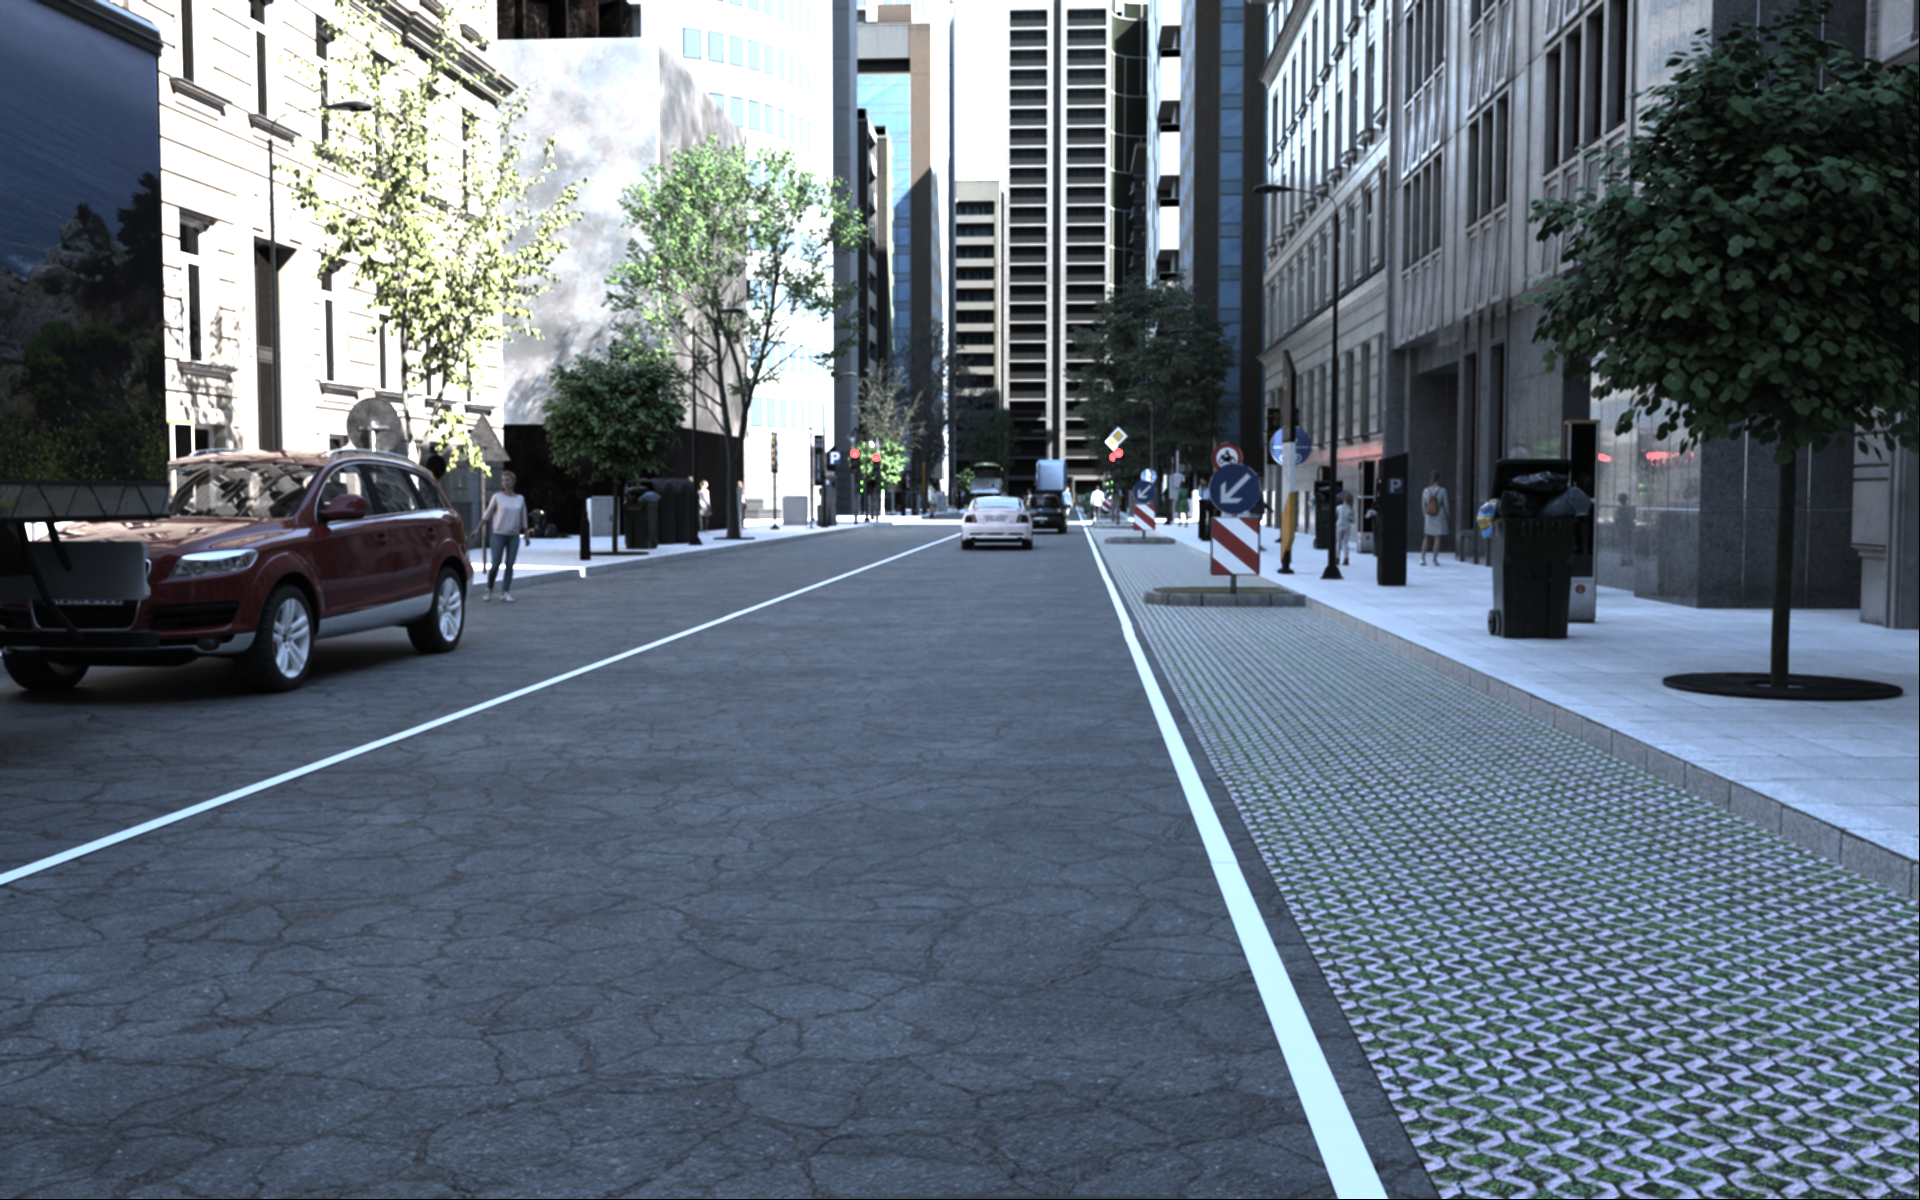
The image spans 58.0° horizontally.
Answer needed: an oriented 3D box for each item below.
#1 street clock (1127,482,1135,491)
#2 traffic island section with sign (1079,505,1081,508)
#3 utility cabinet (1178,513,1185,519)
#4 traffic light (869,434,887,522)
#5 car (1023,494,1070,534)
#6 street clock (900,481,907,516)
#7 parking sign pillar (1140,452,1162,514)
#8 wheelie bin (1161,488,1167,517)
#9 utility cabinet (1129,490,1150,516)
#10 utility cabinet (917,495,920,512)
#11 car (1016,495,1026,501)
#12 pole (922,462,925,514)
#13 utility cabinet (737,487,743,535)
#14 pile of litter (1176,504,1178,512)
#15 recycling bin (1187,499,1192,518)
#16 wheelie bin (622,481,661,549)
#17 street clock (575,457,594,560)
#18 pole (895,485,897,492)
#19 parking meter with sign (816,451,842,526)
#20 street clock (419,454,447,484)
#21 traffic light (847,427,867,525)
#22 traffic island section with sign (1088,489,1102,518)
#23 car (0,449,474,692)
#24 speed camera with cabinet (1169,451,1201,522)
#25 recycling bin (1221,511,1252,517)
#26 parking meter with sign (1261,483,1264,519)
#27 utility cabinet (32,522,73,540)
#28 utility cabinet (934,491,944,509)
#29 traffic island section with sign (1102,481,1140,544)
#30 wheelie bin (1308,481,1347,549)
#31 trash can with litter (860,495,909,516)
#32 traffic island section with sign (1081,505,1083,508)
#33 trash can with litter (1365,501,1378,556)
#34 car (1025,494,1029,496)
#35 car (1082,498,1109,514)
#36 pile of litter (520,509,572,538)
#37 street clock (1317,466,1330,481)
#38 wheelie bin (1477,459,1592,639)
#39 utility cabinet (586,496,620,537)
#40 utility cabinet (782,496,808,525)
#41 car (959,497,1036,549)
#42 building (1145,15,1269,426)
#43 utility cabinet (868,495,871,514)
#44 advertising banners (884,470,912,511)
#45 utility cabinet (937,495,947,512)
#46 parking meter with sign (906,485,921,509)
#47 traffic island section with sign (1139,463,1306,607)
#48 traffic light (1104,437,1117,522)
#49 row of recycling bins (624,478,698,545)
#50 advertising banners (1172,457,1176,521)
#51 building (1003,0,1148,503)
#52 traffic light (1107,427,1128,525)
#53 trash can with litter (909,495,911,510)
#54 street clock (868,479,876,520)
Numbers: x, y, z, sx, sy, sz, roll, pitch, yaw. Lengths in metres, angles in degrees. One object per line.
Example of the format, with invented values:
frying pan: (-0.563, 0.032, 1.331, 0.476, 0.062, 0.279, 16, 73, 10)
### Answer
street clock: (10.319, -6.109, 104.447, 0.471, 2.002, 0.358, 3, 5, 40)
traffic island section with sign: (13.648, -10.594, 181.834, 1.989, 1.847, 2.006, 0, 4, 4)
utility cabinet: (11.274, -4.697, 87.950, 0.306, 1.237, 1.020, 0, 4, 0)
traffic light: (-3.858, -5.623, 80.860, 0.839, 4.253, 0.868, 0, 4, 4)
car: (3.049, -3.304, 63.802, 2.009, 1.686, 4.222, 0, 4, 5)
street clock: (-3.261, -5.817, 99.681, 0.358, 2.002, 0.471, 1, 4, 21)
parking sign pillar: (11.832, -7.270, 107.330, 1.447, 3.967, 1.447, 0, 4, -4)
wheelie bin: (11.526, -5.364, 95.612, 0.693, 1.594, 0.980, 2, 4, 33)
utility cabinet: (10.472, -5.659, 101.206, 1.173, 1.500, 0.318, -1, 4, -11)
utility cabinet: (-3.027, -6.931, 124.484, 0.306, 1.237, 1.020, 0, 4, -4)
car: (6.931, -11.212, 195.899, 1.945, 1.354, 3.894, 0, 4, 3)
pole: (-2.292, -7.029, 108.765, 0.158, 3.312, 0.155, 0, 3, 0)
utility cabinet: (-6.946, -2.747, 53.585, 0.318, 1.500, 1.173, 0, 4, -2)
pile of litter: (15.472, -6.660, 122.859, 1.176, 0.858, 1.719, -3, 4, -36)
recycling bin: (12.568, -4.977, 93.931, 0.722, 1.027, 0.722, -3, 4, -39)
wheelie bin: (-7.480, -2.002, 40.635, 0.980, 1.594, 0.693, 1, 4, 12)
street clock: (-7.297, -1.780, 33.671, 0.358, 2.002, 0.471, -1, 4, -18)
pole: (-5.392, -9.246, 145.020, 0.158, 3.312, 0.155, 0, 3, 0)
parking meter with sign: (-5.297, -4.500, 69.834, 0.543, 3.016, 1.738, 1, 4, 15)
street clock: (-9.581, -1.647, 31.493, 0.358, 2.002, 0.471, 2, 4, 35)
traffic light: (-4.369, -5.136, 72.892, 0.839, 4.253, 0.868, 0, 4, 4)
traffic island section with sign: (8.705, -5.884, 104.836, 1.989, 1.847, 2.006, 0, 4, 4)
car: (-5.728, -0.343, 14.279, 2.281, 1.827, 5.304, 0, 4, 4)
speed camera with cabinet: (10.607, -5.194, 79.258, 2.038, 3.252, 0.660, 0, 4, 1)
recycling bin: (6.733, -1.809, 42.127, 0.722, 1.027, 0.722, 1, 4, 11)
parking meter with sign: (15.518, -5.583, 87.539, 1.738, 3.016, 0.543, -1, 4, -11)
utility cabinet: (-8.458, -0.351, 16.904, 1.020, 1.237, 0.306, -2, 4, -31)
utility cabinet: (-1.834, -8.455, 146.913, 1.173, 1.500, 0.318, 2, 4, 24)
traffic island section with sign: (5.195, -2.541, 50.166, 1.989, 1.847, 2.006, 0, 4, 4)
wheelie bin: (8.614, -1.986, 40.374, 0.980, 1.594, 0.693, 1, 4, 10)
trash can with litter: (-4.602, -5.638, 103.238, 2.233, 1.210, 1.678, 2, 4, 30)
traffic island section with sign: (10.425, -7.530, 131.737, 1.989, 1.847, 2.006, 0, 4, 4)
trash can with litter: (8.785, -1.494, 35.807, 0.624, 1.170, 1.055, 2, 4, 25)
car: (9.072, -13.285, 226.244, 2.155, 1.783, 4.494, 0, 4, 3)
car: (9.840, -6.903, 125.447, 1.945, 1.354, 3.894, 0, 4, 2)
pile of litter: (-12.196, -2.237, 50.548, 1.719, 0.858, 1.176, 2, 4, 24)
street clock: (9.331, -2.438, 44.431, 0.358, 2.002, 0.471, 0, 4, -5)
wheelie bin: (5.162, -0.466, 15.533, 0.980, 1.594, 0.693, 0, 4, 5)
utility cabinet: (-10.783, -2.520, 52.367, 0.306, 1.237, 1.020, 3, 5, 43)
utility cabinet: (-6.764, -3.668, 71.137, 1.020, 1.237, 0.306, 0, 4, 5)
car: (1.004, -2.074, 46.272, 2.083, 1.381, 4.827, 0, 4, 2)
building: (37.851, -49.614, 249.432, 20.611, 71.187, 20.563, 0, 4, 4)
utility cabinet: (-5.924, -6.281, 113.857, 0.306, 1.237, 1.020, -1, 4, -19)
advertising banners: (-4.598, -8.055, 127.883, 2.074, 3.025, 0.090, 0, 4, -5)
utility cabinet: (-1.244, -6.889, 123.796, 0.306, 1.237, 1.020, 2, 4, 26)
parking meter with sign: (-3.774, -9.412, 150.154, 1.738, 3.016, 0.543, -1, 4, -19)
traffic island section with sign: (3.442, -0.869, 22.835, 1.989, 1.847, 2.006, 0, 4, 4)
traffic light: (7.082, -5.581, 80.177, 0.839, 4.253, 0.868, 0, 4, 4)
row of recycling bins: (-7.696, -2.319, 45.024, 1.069, 1.692, 3.534, 1, 4, 13)
advertising banners: (10.194, -5.286, 82.617, 0.090, 3.025, 2.074, 1, 4, 12)
building: (16.895, -49.663, 250.237, 20.611, 71.187, 20.563, 0, 4, 4)
traffic light: (6.571, -5.094, 72.208, 0.839, 4.253, 0.868, 0, 4, 4)
trash can with litter: (-4.456, -8.093, 143.370, 1.678, 1.210, 2.233, 1, 4, 20)
street clock: (-4.284, -4.903, 84.738, 0.471, 2.002, 0.358, 0, 4, 3)
